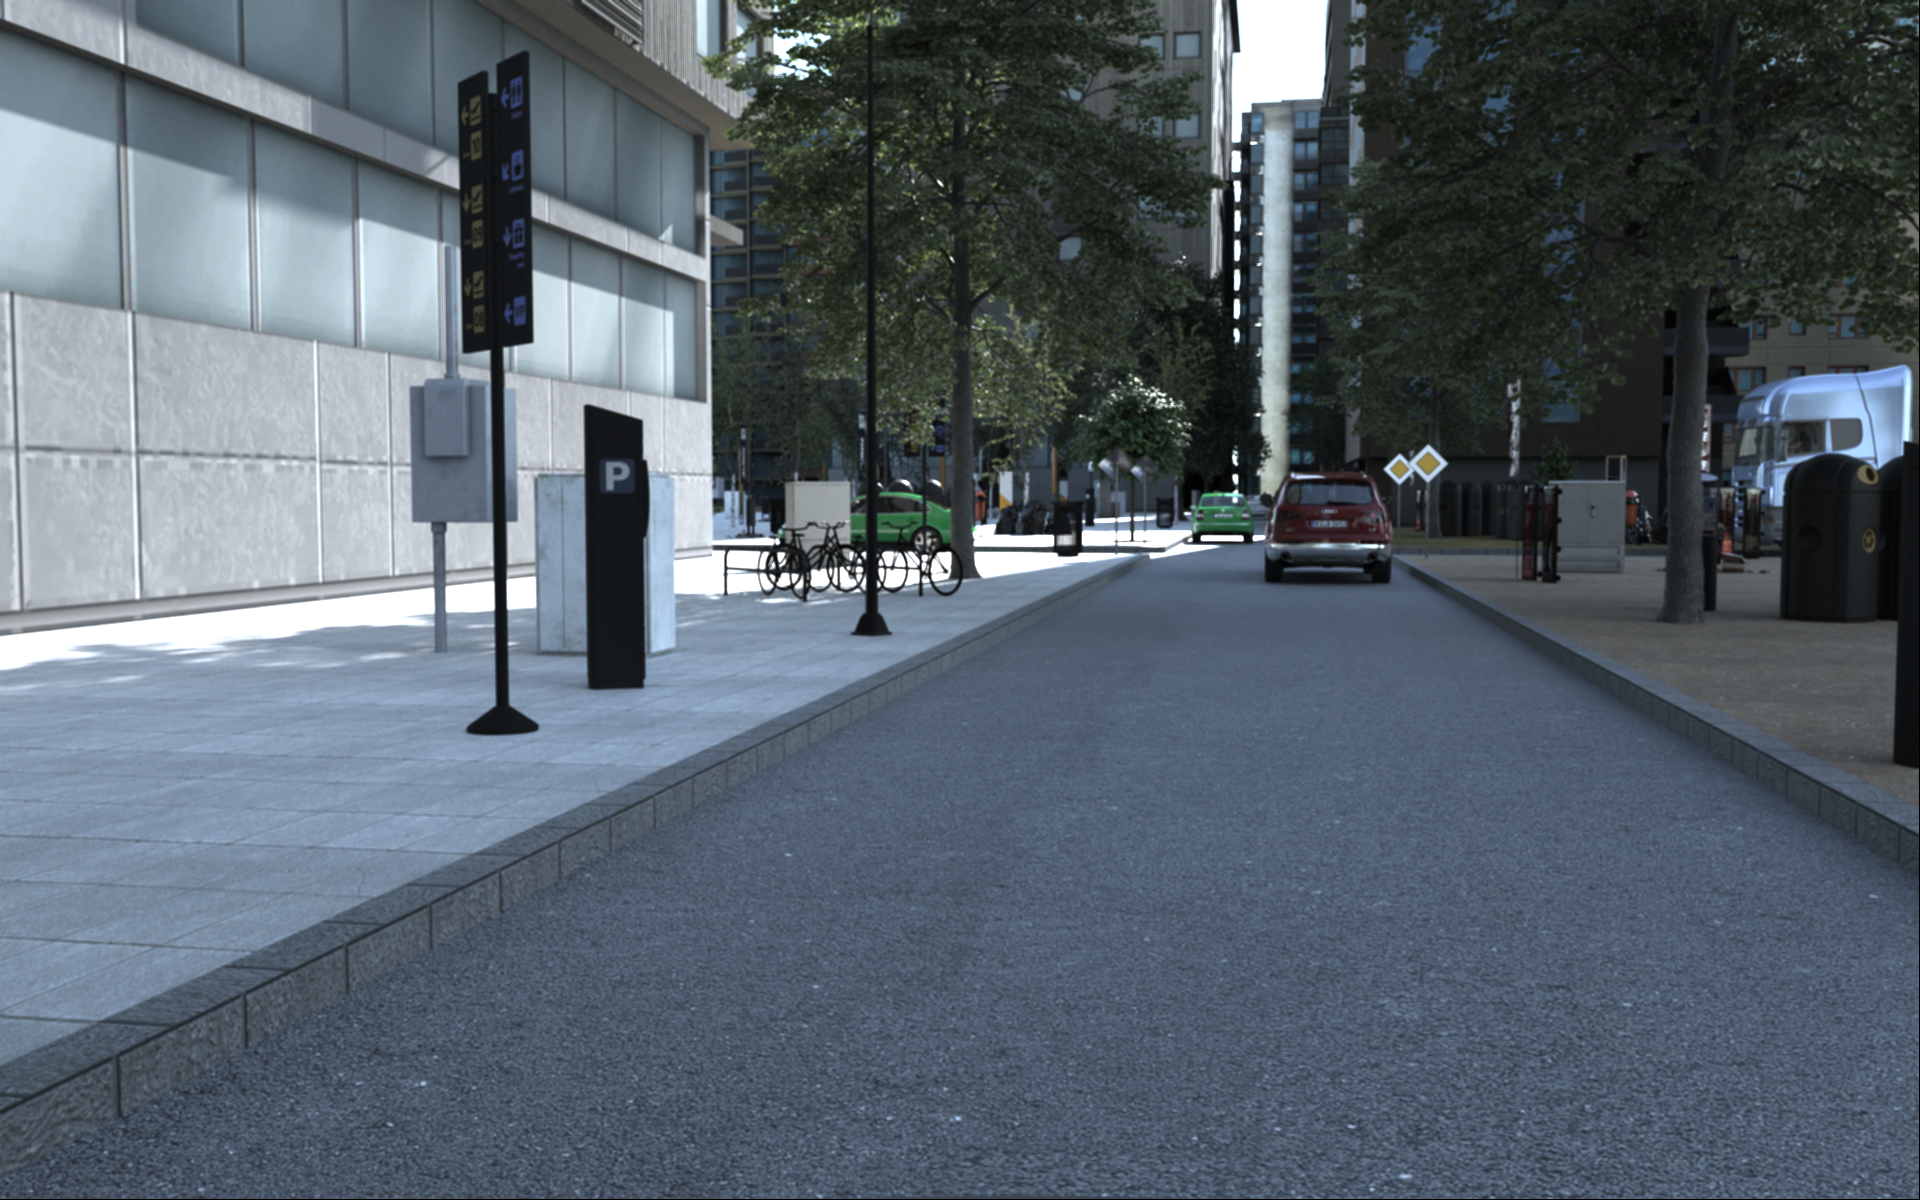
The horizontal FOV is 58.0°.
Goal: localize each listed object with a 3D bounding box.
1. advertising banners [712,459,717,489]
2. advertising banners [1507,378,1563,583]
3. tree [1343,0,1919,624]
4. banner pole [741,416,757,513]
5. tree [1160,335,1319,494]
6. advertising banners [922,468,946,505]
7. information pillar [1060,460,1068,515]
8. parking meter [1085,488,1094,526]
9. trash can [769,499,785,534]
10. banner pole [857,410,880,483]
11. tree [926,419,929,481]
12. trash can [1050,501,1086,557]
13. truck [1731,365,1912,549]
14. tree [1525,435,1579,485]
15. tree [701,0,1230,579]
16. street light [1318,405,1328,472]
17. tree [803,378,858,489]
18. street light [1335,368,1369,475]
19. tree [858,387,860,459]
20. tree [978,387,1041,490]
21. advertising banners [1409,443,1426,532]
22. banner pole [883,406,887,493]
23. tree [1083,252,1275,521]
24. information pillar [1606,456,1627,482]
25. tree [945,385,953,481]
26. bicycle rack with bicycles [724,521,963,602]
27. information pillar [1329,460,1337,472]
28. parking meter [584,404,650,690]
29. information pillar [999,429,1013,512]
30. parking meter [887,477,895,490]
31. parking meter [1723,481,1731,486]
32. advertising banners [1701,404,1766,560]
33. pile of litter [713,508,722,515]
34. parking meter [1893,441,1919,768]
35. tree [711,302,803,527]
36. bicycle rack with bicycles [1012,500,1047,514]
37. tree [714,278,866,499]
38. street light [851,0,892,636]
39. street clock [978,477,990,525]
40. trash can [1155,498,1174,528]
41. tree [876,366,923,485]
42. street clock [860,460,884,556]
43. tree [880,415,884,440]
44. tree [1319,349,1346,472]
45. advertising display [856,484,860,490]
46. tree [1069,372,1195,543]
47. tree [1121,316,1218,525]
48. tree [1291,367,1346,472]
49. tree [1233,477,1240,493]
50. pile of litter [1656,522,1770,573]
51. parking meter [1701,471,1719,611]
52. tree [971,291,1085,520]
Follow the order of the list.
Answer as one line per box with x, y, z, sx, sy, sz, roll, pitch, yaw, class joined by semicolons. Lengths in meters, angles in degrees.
-13.081;-5.501;86.124;2.074;3.025;0.090;1;4;8;advertising banners
8.507;-1.808;25.755;0.090;3.025;2.074;0;4;-3;advertising banners
7.635;-6.037;16.831;7.486;12.596;7.792;0;3;0;tree
-6.844;-3.993;55.303;0.401;3.779;0.863;1;4;15;banner pole
15.969;-11.406;112.244;9.928;11.665;9.643;0;3;0;tree
-1.567;-7.375;116.768;2.074;3.025;0.090;-1;4;-8;advertising banners
6.465;-7.111;107.617;0.504;3.616;0.183;1;4;12;information pillar
5.150;-3.694;68.814;0.372;1.533;0.369;0;3;0;parking meter
-5.783;-2.687;55.582;0.748;1.137;0.748;0;3;0;trash can
-2.532;-3.423;45.989;0.401;3.779;0.863;1;4;22;banner pole
-3.085;-8.783;93.963;4.360;8.622;3.978;0;3;0;tree
2.228;-1.471;35.708;0.748;1.137;0.748;0;3;0;trash can
25.591;-2.848;36.318;18.799;4.110;2.967;1;4;9;truck
19.196;-3.768;56.202;1.663;3.219;1.824;0;3;0;tree
0.064;-6.573;25.596;7.486;12.596;7.792;0;3;0;tree
19.190;-7.160;89.611;1.470;5.913;1.316;1;4;10;street light
-8.783;-8.975;97.097;4.737;8.622;4.395;0;3;0;tree
14.374;-5.556;63.382;1.470;5.913;1.316;1;4;10;street light
-8.427;-9.316;102.673;4.737;8.622;4.395;0;3;0;tree
3.230;-10.228;117.595;4.737;8.622;4.395;0;3;0;tree
15.689;-3.848;59.108;0.090;3.025;2.074;0;4;-6;advertising banners
-2.347;-3.609;49.020;0.863;3.779;0.401;0;4;2;banner pole
10.314;-10.122;82.496;9.611;12.733;9.660;0;3;0;tree
12.591;-1.761;33.286;0.304;2.012;0.304;2;4;35;information pillar
1.425;-8.249;85.232;4.360;8.622;3.978;0;3;0;tree
-1.731;-0.529;22.037;2.852;0.926;2.925;-3;4;-39;bicycle rack with bicycles
24.628;-7.525;114.383;0.504;3.616;0.183;1;4;21;information pillar
-2.267;-0.352;11.467;0.399;1.863;0.255;-1;4;-18;parking meter
1.683;-4.375;62.887;0.504;3.616;0.183;0;4;1;information pillar
-2.458;-3.369;60.801;0.255;1.863;0.399;-2;4;-29;parking meter
33.296;-4.244;75.108;0.399;1.863;0.255;-2;4;-33;parking meter
15.025;-2.307;33.900;2.074;3.025;0.090;-2;4;-26;advertising banners
-16.775;-6.364;118.022;1.176;0.858;1.719;2;4;33;pile of litter
4.630;0.016;8.157;0.372;1.533;0.369;0;3;0;parking meter
-8.760;-7.114;66.679;4.737;8.622;4.395;0;3;0;tree
3.871;-6.007;111.599;2.852;0.926;2.925;-2;4;-29;bicycle rack with bicycles
-5.777;-6.598;58.237;4.360;8.622;3.978;0;3;0;tree
-0.274;-2.630;15.535;1.470;5.913;1.316;1;4;10;street light
1.005;-4.177;72.869;0.471;2.002;0.358;2;4;33;street clock
7.678;-3.259;64.940;0.748;1.137;0.748;0;3;0;trash can
-4.579;-7.473;72.548;4.360;8.622;3.978;0;3;0;tree
-1.814;-1.917;35.918;0.471;2.002;0.358;-1;4;-11;street clock
-7.011;-9.880;111.902;4.737;8.622;4.395;0;3;0;tree
26.376;-11.960;121.303;9.928;11.665;9.643;0;3;0;tree
-6.463;-6.784;116.125;0.974;1.923;0.123;0;4;8;advertising display
4.699;-3.826;46.264;4.285;4.588;4.351;0;3;0;tree
8.659;-7.369;70.849;4.737;8.622;4.395;0;3;0;tree
21.438;-9.102;99.177;4.360;8.622;3.978;0;3;0;tree
25.543;-10.344;163.718;1.663;3.219;1.824;0;3;0;tree
12.423;-0.890;28.512;1.719;0.858;1.176;2;4;30;pile of litter
8.171;-0.656;19.139;0.372;1.533;0.369;0;3;0;parking meter
2.232;-6.620;58.605;4.360;8.622;3.978;0;3;0;tree
